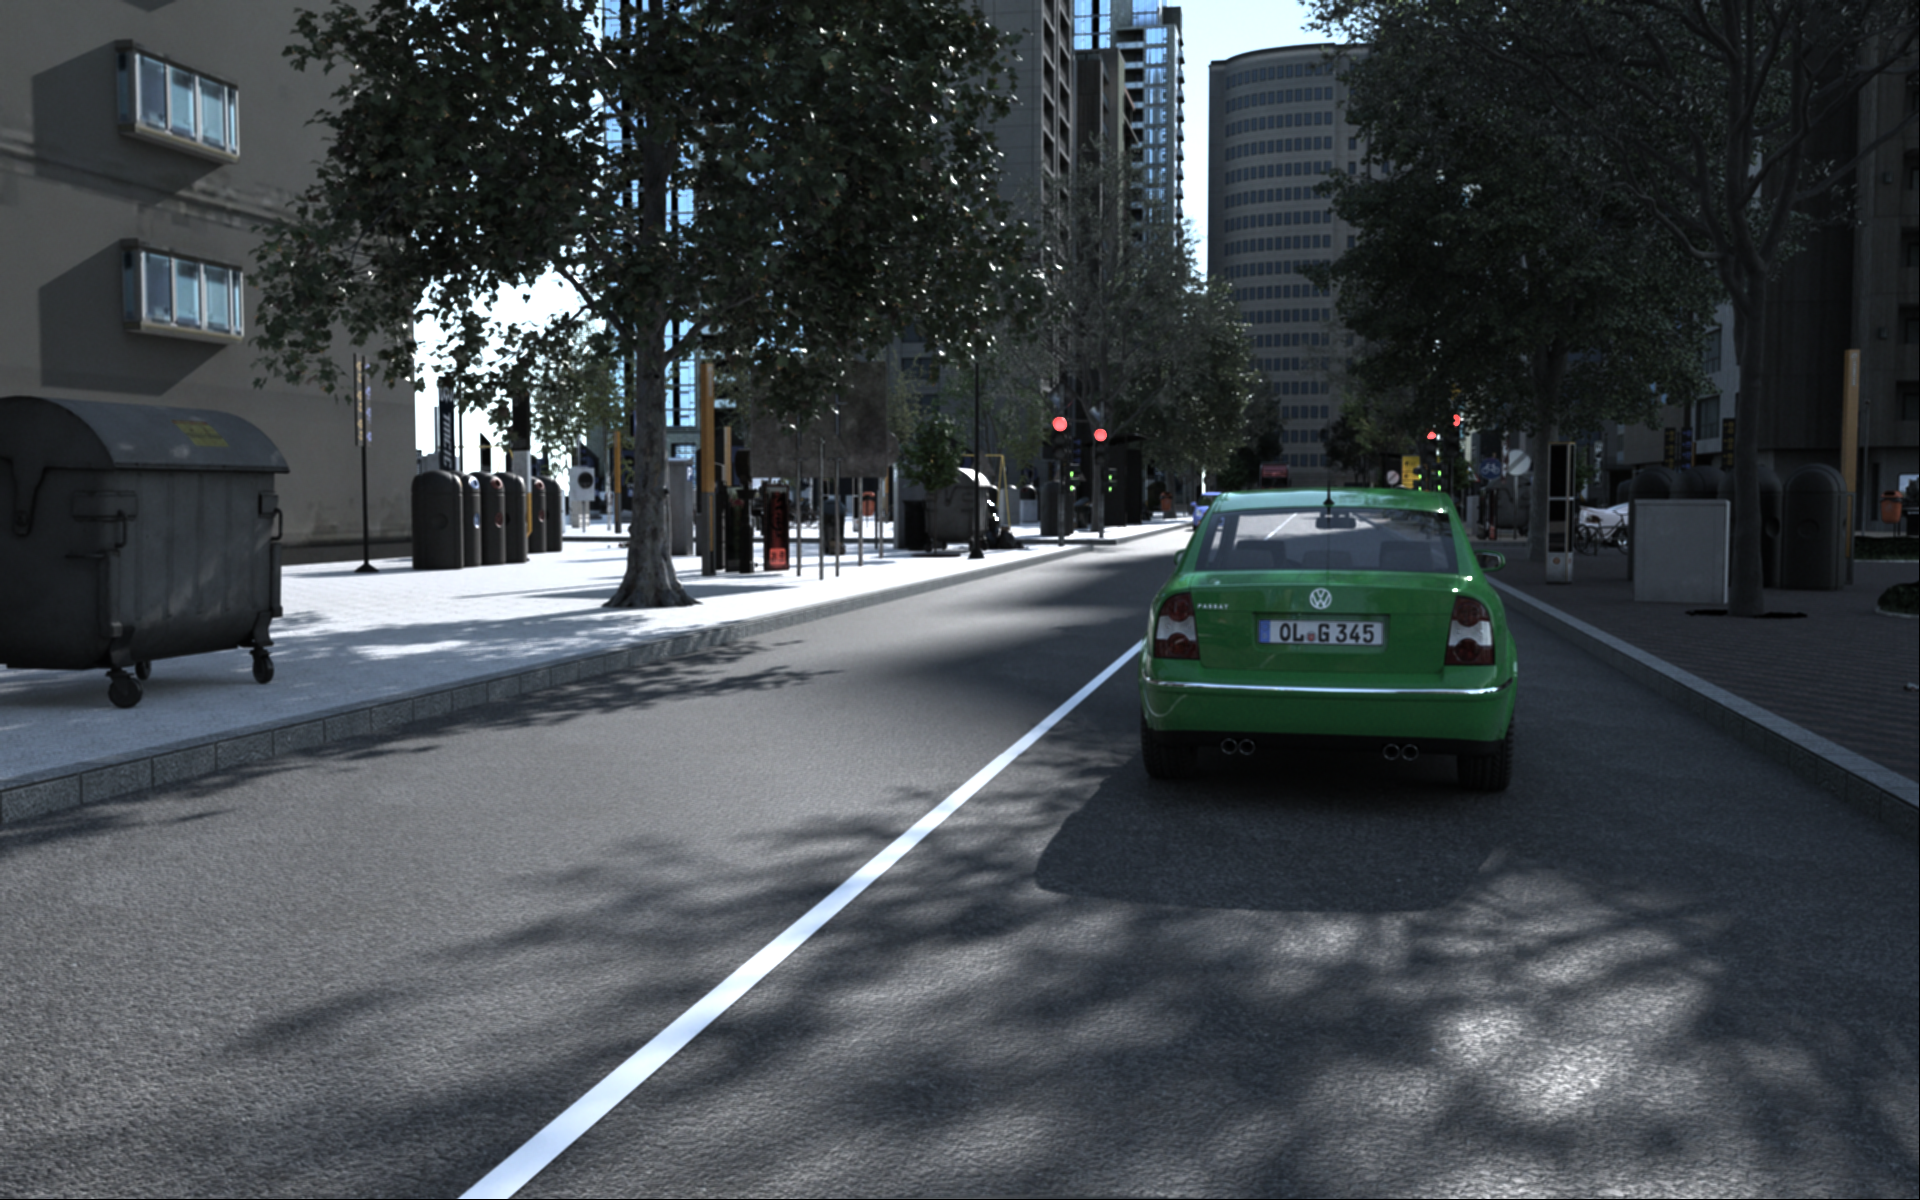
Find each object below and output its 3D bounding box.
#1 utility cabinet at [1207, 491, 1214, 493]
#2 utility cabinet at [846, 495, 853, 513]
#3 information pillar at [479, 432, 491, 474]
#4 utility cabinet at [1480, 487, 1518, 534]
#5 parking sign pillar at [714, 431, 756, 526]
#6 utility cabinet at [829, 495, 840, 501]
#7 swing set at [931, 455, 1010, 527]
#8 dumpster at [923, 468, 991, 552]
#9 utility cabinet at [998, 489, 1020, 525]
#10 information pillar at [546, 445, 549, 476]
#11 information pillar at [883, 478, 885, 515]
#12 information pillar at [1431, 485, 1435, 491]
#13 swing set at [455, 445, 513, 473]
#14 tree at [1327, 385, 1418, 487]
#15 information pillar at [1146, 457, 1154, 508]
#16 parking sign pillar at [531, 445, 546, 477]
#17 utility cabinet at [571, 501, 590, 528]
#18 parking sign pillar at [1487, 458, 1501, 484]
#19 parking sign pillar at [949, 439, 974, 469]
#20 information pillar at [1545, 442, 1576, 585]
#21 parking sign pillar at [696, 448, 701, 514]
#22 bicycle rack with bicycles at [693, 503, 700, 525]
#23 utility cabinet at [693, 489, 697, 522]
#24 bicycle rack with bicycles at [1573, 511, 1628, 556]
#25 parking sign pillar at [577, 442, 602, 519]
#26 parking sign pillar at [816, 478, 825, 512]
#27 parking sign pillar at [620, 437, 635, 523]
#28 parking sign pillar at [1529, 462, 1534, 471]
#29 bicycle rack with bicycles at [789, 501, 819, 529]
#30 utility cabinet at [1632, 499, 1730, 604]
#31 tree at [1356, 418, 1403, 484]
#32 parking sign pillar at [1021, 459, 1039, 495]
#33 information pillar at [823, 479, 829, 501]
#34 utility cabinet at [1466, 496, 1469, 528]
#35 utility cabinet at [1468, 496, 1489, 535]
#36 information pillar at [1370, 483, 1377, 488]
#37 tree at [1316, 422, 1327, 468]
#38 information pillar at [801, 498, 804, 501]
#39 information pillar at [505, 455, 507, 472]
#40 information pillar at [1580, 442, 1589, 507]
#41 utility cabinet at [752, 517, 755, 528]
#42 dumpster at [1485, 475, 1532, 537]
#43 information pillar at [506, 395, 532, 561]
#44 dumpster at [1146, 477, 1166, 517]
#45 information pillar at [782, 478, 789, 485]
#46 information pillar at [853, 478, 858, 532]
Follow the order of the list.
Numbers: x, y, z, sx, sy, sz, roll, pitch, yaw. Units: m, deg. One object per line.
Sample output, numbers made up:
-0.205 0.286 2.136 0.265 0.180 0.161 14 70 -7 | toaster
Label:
17.920 -7.012 123.325 0.318 1.500 1.173 2 4 31 | utility cabinet
-7.125 -6.367 115.255 1.020 1.237 0.306 2 4 35 | utility cabinet
-17.931 -4.532 65.450 0.183 3.616 0.504 2 4 35 | information pillar
17.345 -2.880 55.772 0.318 1.500 1.173 -3 5 -44 | utility cabinet
-8.907 -5.004 70.295 1.447 3.967 1.447 3 5 41 | parking sign pillar
-9.078 -6.962 124.986 1.020 1.237 0.306 3 5 44 | utility cabinet
0.188 -4.345 68.665 3.119 2.851 2.862 -1 4 -10 | swing set
-0.076 -2.008 38.590 1.264 1.857 1.865 1 4 12 | dumpster
2.016 -3.838 71.426 0.318 1.500 1.173 2 4 35 | utility cabinet
-19.504 -5.538 81.893 0.183 3.616 0.504 -1 4 -8 | information pillar
-4.616 -6.994 105.698 0.504 3.616 0.183 3 4 37 | information pillar
17.117 -3.582 63.053 0.304 2.012 0.304 0 4 7 | information pillar
-15.894 -3.588 56.289 3.119 2.851 2.862 2 4 26 | swing set
31.850 -11.984 130.359 7.601 10.594 8.767 1 4 14 | tree
10.819 -6.563 98.660 0.504 3.616 0.183 -1 4 -16 | information pillar
-22.527 -6.435 93.677 1.447 3.967 1.447 -2 4 -24 | parking sign pillar
-14.320 -3.470 65.421 0.318 1.500 1.173 0 4 7 | utility cabinet
36.024 -7.815 116.240 1.447 3.967 1.447 -2 4 -25 | parking sign pillar
-0.025 -5.345 75.864 1.447 3.967 1.447 -1 4 -10 | parking sign pillar
8.522 -1.229 24.580 0.304 2.012 0.304 2 4 35 | information pillar
-10.563 -5.220 73.821 1.447 3.967 1.447 0 4 5 | parking sign pillar
-11.863 -3.562 71.626 2.852 0.926 2.925 0 4 5 | bicycle rack with bicycles
-11.997 -4.287 78.765 0.318 1.500 1.173 3 4 37 | utility cabinet
13.306 -1.450 37.095 2.925 0.926 2.852 -2 4 -28 | bicycle rack with bicycles
-18.947 -6.090 88.041 1.447 3.967 1.447 2 4 34 | parking sign pillar
-9.177 -7.795 115.914 1.447 3.967 1.447 -1 4 -20 | parking sign pillar
-14.546 -5.406 76.857 1.447 3.967 1.447 0 4 2 | parking sign pillar
34.387 -7.168 105.676 1.447 3.967 1.447 1 4 23 | parking sign pillar
-5.958 -3.115 64.320 2.925 0.926 2.852 0 4 -3 | bicycle rack with bicycles
8.575 -0.577 20.602 1.020 1.237 0.306 2 4 32 | utility cabinet
34.740 -11.785 143.039 4.360 8.622 3.978 0 3 0 | tree
5.098 -8.392 125.686 1.447 3.967 1.447 -2 4 -30 | parking sign pillar
-6.586 -4.923 84.978 0.304 2.012 0.304 0 4 -2 | information pillar
19.552 -3.351 65.946 0.306 1.237 1.020 2 4 31 | utility cabinet
16.464 -2.659 54.636 0.306 1.237 1.020 3 4 37 | utility cabinet
26.816 -6.595 112.325 0.304 2.012 0.304 -2 4 -27 | information pillar
37.573 -13.827 160.485 8.767 10.594 7.601 -1 4 -13 | tree
-10.483 -7.465 113.412 0.504 3.616 0.183 -1 4 -8 | information pillar
-22.140 -5.750 85.368 0.504 3.616 0.183 -1 4 -9 | information pillar
28.309 -5.329 78.483 0.183 3.616 0.504 -1 4 -15 | information pillar
-8.287 -3.441 64.932 1.173 1.500 0.318 -2 4 -28 | utility cabinet
16.601 -2.852 52.393 1.264 1.857 1.865 1 4 12 | dumpster
-8.382 -2.553 33.100 0.504 3.616 0.183 3 5 40 | information pillar
11.202 -5.794 97.223 1.502 2.255 1.985 1 4 12 | dumpster
-10.537 -6.928 104.623 0.504 3.616 0.183 3 5 41 | information pillar
-3.489 -3.321 58.782 0.304 2.012 0.304 0 4 -5 | information pillar
